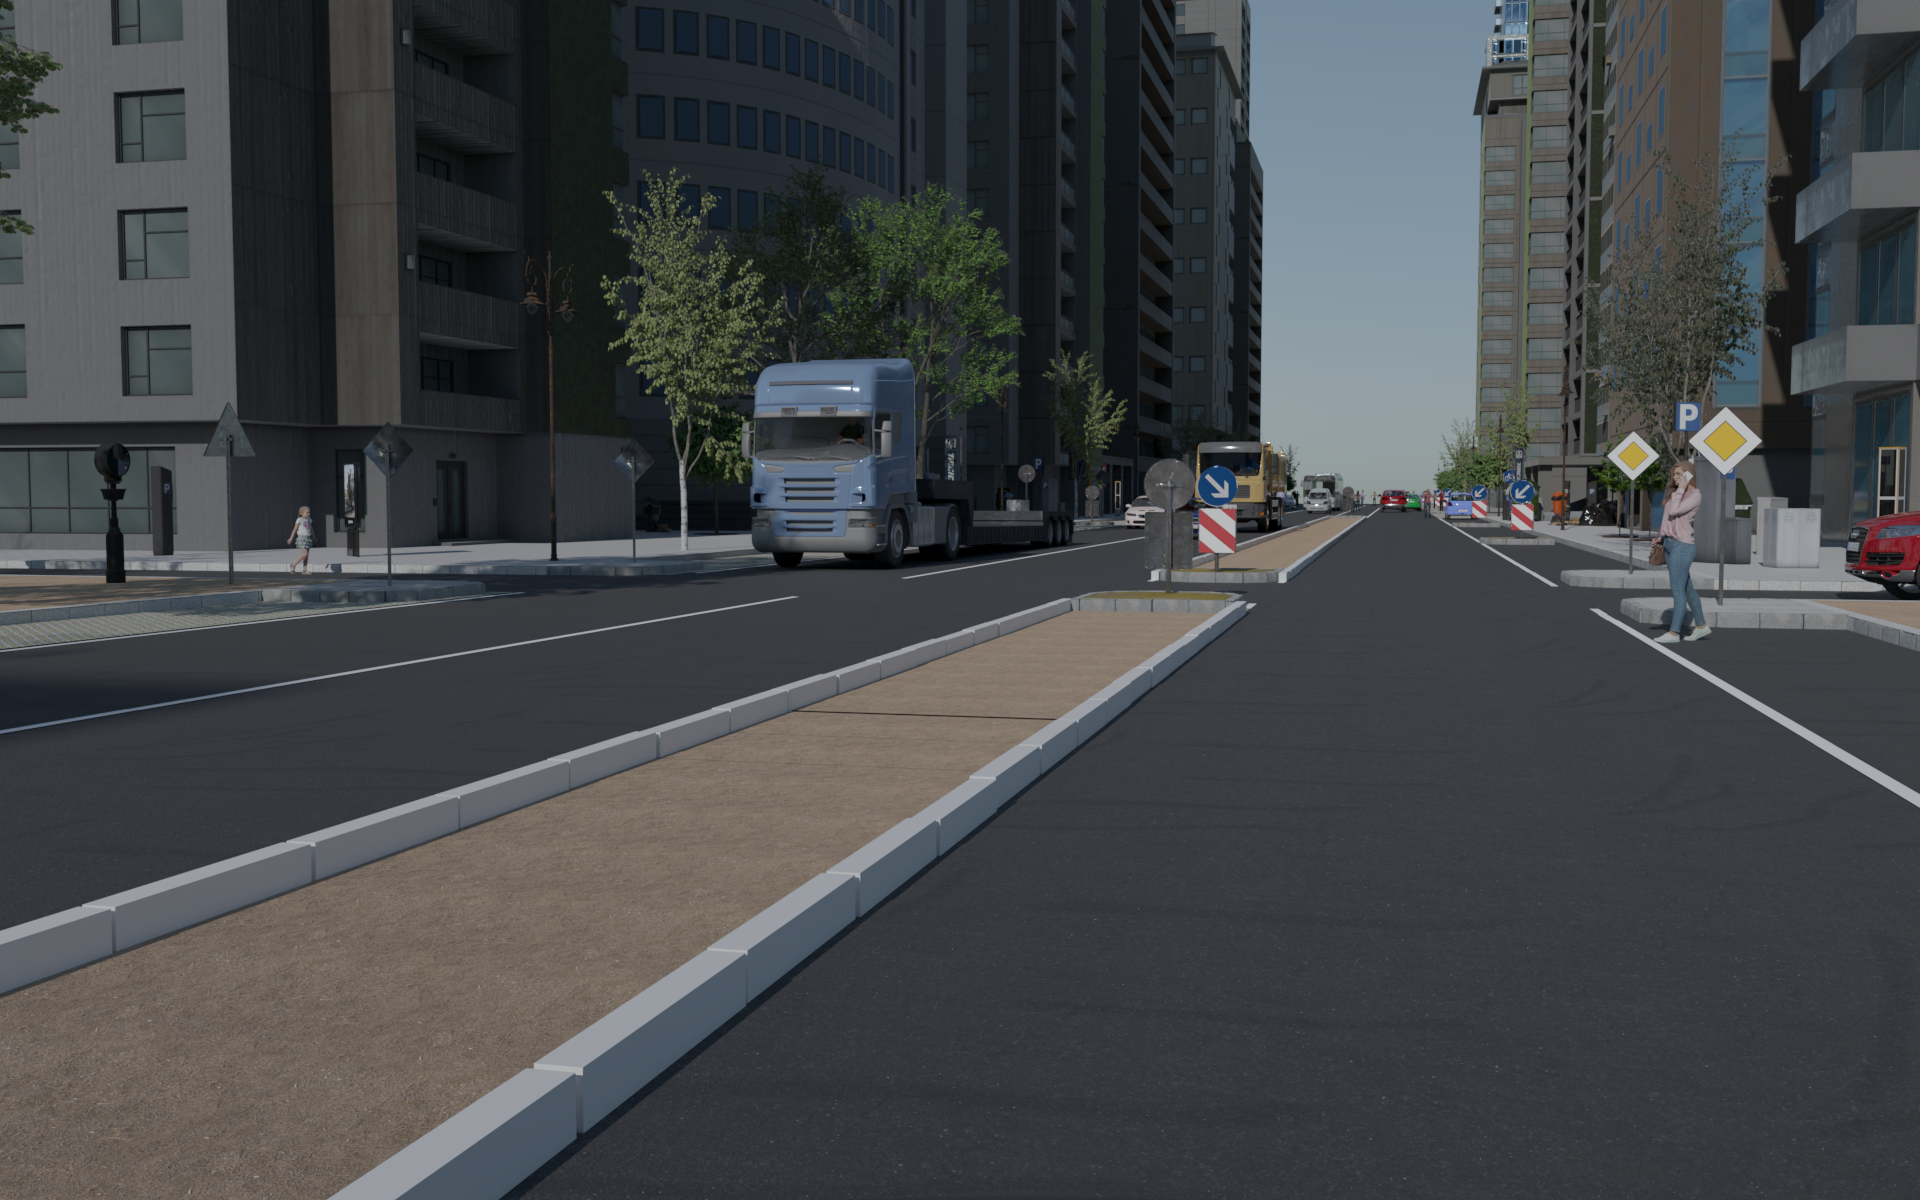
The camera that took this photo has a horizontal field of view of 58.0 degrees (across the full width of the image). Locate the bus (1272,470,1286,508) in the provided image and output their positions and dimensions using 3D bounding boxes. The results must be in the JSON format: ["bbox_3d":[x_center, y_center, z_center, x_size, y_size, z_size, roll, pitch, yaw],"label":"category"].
[{"bbox_3d":[24.191,-8.920,137.392,2.896,3.916,12.252,1,4,15],"label":"bus"}]

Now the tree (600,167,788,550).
[{"bbox_3d":[-6.204,-5.434,39.215,4.737,8.622,4.395,0,3,0],"label":"tree"}]

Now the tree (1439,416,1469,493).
[{"bbox_3d":[47.187,-12.973,162.474,4.737,8.622,4.395,0,3,0],"label":"tree"}]

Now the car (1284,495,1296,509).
[{"bbox_3d":[30.715,-9.248,163.564,2.083,1.381,4.827,1,4,13],"label":"car"}]

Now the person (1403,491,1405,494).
[{"bbox_3d":[44.385,-10.044,173.277,0.990,1.755,0.434,2,4,34],"label":"person"}]

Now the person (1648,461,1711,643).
[{"bbox_3d":[7.026,-0.470,16.776,0.643,1.750,0.593,0,4,1],"label":"person"}]

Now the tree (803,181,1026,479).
[{"bbox_3d":[-1.505,-8.155,59.082,9.928,11.665,9.643,0,3,0],"label":"tree"}]

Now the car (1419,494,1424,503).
[{"bbox_3d":[65.528,-14.369,244.519,1.945,1.707,3.694,1,4,15],"label":"car"}]

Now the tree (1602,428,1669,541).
[{"bbox_3d":[18.981,-3.228,47.379,1.663,3.219,1.824,0,3,0],"label":"tree"}]

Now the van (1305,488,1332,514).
[{"bbox_3d":[26.441,-7.373,127.565,2.013,2.044,4.112,1,4,16],"label":"van"}]

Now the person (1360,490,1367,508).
[{"bbox_3d":[41.228,-10.313,176.988,0.599,1.838,0.709,-1,4,-11],"label":"person"}]

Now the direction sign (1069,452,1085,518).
[{"bbox_3d":[6.268,-6.165,92.799,0.876,3.537,0.379,0,4,-8],"label":"direction sign"}]

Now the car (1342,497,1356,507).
[{"bbox_3d":[42.745,-11.088,191.083,2.009,1.686,4.222,1,4,16],"label":"car"}]

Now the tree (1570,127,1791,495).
[{"bbox_3d":[14.991,-5.215,35.636,4.360,8.622,3.978,0,3,0],"label":"tree"}]

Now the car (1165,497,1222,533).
[{"bbox_3d":[7.601,-2.633,55.636,1.945,1.354,3.894,1,4,13],"label":"car"}]

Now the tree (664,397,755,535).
[{"bbox_3d":[-7.753,-4.364,55.068,4.285,4.588,4.351,0,3,0],"label":"tree"}]

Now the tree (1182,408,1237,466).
[{"bbox_3d":[21.247,-12.164,149.238,4.737,8.622,4.395,0,3,0],"label":"tree"}]

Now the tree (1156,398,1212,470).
[{"bbox_3d":[17.119,-11.137,132.452,4.360,8.622,3.978,0,3,0],"label":"tree"}]

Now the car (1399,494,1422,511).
[{"bbox_3d":[37.597,-8.311,144.673,1.959,1.807,4.718,1,4,13],"label":"car"}]

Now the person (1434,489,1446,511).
[{"bbox_3d":[39.992,-8.286,143.912,0.705,1.831,1.348,-2,4,-33],"label":"person"}]

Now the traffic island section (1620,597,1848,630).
[{"bbox_3d":[8.781,0.142,19.956,2.009,0.180,2.903,1,4,14],"label":"traffic island section"}]

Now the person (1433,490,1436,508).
[{"bbox_3d":[47.667,-10.109,173.798,0.705,1.823,1.348,1,4,14],"label":"person"}]

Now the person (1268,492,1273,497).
[{"bbox_3d":[18.848,-5.852,104.961,0.721,1.735,1.217,3,5,43],"label":"person"}]

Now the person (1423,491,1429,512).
[{"bbox_3d":[37.668,-7.989,139.921,0.445,1.727,0.742,1,4,17],"label":"person"}]

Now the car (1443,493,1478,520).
[{"bbox_3d":[28.381,-5.416,98.145,1.945,1.707,3.694,1,4,13],"label":"car"}]

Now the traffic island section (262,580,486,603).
[{"bbox_3d":[-7.982,-0.117,24.187,2.009,0.180,2.903,1,4,14],"label":"traffic island section"}]

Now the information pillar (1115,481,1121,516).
[{"bbox_3d":[9.129,-5.855,100.215,0.304,2.012,0.304,0,4,3],"label":"information pillar"}]

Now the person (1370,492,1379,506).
[{"bbox_3d":[50.082,-12.241,209.349,1.217,1.736,0.721,0,4,-2],"label":"person"}]

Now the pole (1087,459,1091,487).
[{"bbox_3d":[7.367,-6.436,99.079,0.158,3.312,0.155,0,3,0],"label":"pole"}]

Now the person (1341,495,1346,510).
[{"bbox_3d":[33.756,-8.857,153.834,1.217,1.766,0.721,0,4,6],"label":"person"}]

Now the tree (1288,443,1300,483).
[{"bbox_3d":[47.201,-18.362,250.586,4.737,8.622,4.395,0,3,0],"label":"tree"}]

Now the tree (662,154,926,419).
[{"bbox_3d":[-4.704,-6.917,47.510,7.601,10.594,8.767,1,4,17],"label":"tree"}]

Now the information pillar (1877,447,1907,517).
[{"bbox_3d":[14.620,-1.389,27.203,0.304,2.012,0.304,-3,5,-40],"label":"information pillar"}]

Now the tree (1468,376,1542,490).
[{"bbox_3d":[34.554,-9.690,108.800,4.737,8.622,4.395,0,3,0],"label":"tree"}]

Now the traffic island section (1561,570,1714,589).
[{"bbox_3d":[10.740,-0.331,27.698,2.009,0.180,2.903,1,4,14],"label":"traffic island section"}]

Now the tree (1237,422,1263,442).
[{"bbox_3d":[28.080,-13.676,173.969,4.737,8.622,4.395,0,3,0],"label":"tree"}]

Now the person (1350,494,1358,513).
[{"bbox_3d":[30.344,-7.637,134.066,1.217,1.736,0.721,-2,4,-24],"label":"person"}]

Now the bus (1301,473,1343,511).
[{"bbox_3d":[30.837,-9.298,146.881,2.948,3.499,13.247,1,4,16],"label":"bus"}]

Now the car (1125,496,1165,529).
[{"bbox_3d":[8.032,-3.669,72.357,2.083,1.381,4.827,1,4,13],"label":"car"}]

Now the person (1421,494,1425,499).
[{"bbox_3d":[60.150,-13.156,223.685,1.350,1.814,0.705,2,4,33],"label":"person"}]

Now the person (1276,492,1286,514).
[{"bbox_3d":[22.902,-7.037,123.430,0.709,1.838,0.599,2,4,26],"label":"person"}]

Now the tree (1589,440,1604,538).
[{"bbox_3d":[19.311,-3.446,50.944,1.663,3.219,1.824,0,3,0],"label":"tree"}]

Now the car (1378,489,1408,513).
[{"bbox_3d":[33.993,-7.783,135.924,2.281,1.827,5.304,1,4,13],"label":"car"}]

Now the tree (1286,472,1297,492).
[{"bbox_3d":[48.079,-16.620,255.452,4.285,4.588,4.351,0,3,0],"label":"tree"}]

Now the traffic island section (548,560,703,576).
[{"bbox_3d":[-6.024,-0.590,31.929,2.009,0.180,2.903,1,4,14],"label":"traffic island section"}]

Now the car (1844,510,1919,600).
[{"bbox_3d":[14.332,-0.832,22.271,5.304,1.827,2.281,1,4,13],"label":"car"}]

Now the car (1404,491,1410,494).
[{"bbox_3d":[51.836,-11.862,202.608,2.281,1.827,5.304,1,4,16],"label":"car"}]

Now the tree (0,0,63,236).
[{"bbox_3d":[-12.245,-6.019,16.534,7.486,12.596,7.792,0,3,0],"label":"tree"}]

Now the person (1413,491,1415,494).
[{"bbox_3d":[43.887,-9.687,167.402,1.217,1.766,0.721,3,5,44],"label":"person"}]

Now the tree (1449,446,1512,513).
[{"bbox_3d":[35.761,-8.148,116.928,4.285,4.588,4.351,0,3,0],"label":"tree"}]

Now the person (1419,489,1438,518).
[{"bbox_3d":[28.201,-5.819,104.365,1.217,1.743,0.721,1,4,14],"label":"person"}]

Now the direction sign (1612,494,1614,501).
[{"bbox_3d":[27.628,-4.971,73.281,0.379,3.537,0.876,1,4,22],"label":"direction sign"}]

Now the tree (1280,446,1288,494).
[{"bbox_3d":[34.368,-15.311,200.696,4.737,8.622,4.395,0,3,0],"label":"tree"}]

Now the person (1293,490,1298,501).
[{"bbox_3d":[34.048,-10.263,176.311,0.705,1.822,1.348,3,5,45],"label":"person"}]

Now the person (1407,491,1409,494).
[{"bbox_3d":[47.902,-10.733,184.770,0.721,1.735,1.217,2,4,29],"label":"person"}]

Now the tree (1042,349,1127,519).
[{"bbox_3d":[6.107,-8.421,88.045,4.737,8.622,4.395,0,3,0],"label":"tree"}]

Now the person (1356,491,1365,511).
[{"bbox_3d":[34.160,-8.518,148.493,1.217,1.735,0.721,3,4,39],"label":"person"}]

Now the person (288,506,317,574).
[{"bbox_3d":[-11.768,-1.073,31.052,0.382,1.210,0.505,1,4,19],"label":"person"}]

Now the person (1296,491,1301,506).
[{"bbox_3d":[42.072,-12.693,216.112,1.350,1.814,0.705,-2,4,-33],"label":"person"}]

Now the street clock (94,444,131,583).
[{"bbox_3d":[-12.175,-1.245,24.923,0.358,2.002,0.471,1,4,15],"label":"street clock"}]
